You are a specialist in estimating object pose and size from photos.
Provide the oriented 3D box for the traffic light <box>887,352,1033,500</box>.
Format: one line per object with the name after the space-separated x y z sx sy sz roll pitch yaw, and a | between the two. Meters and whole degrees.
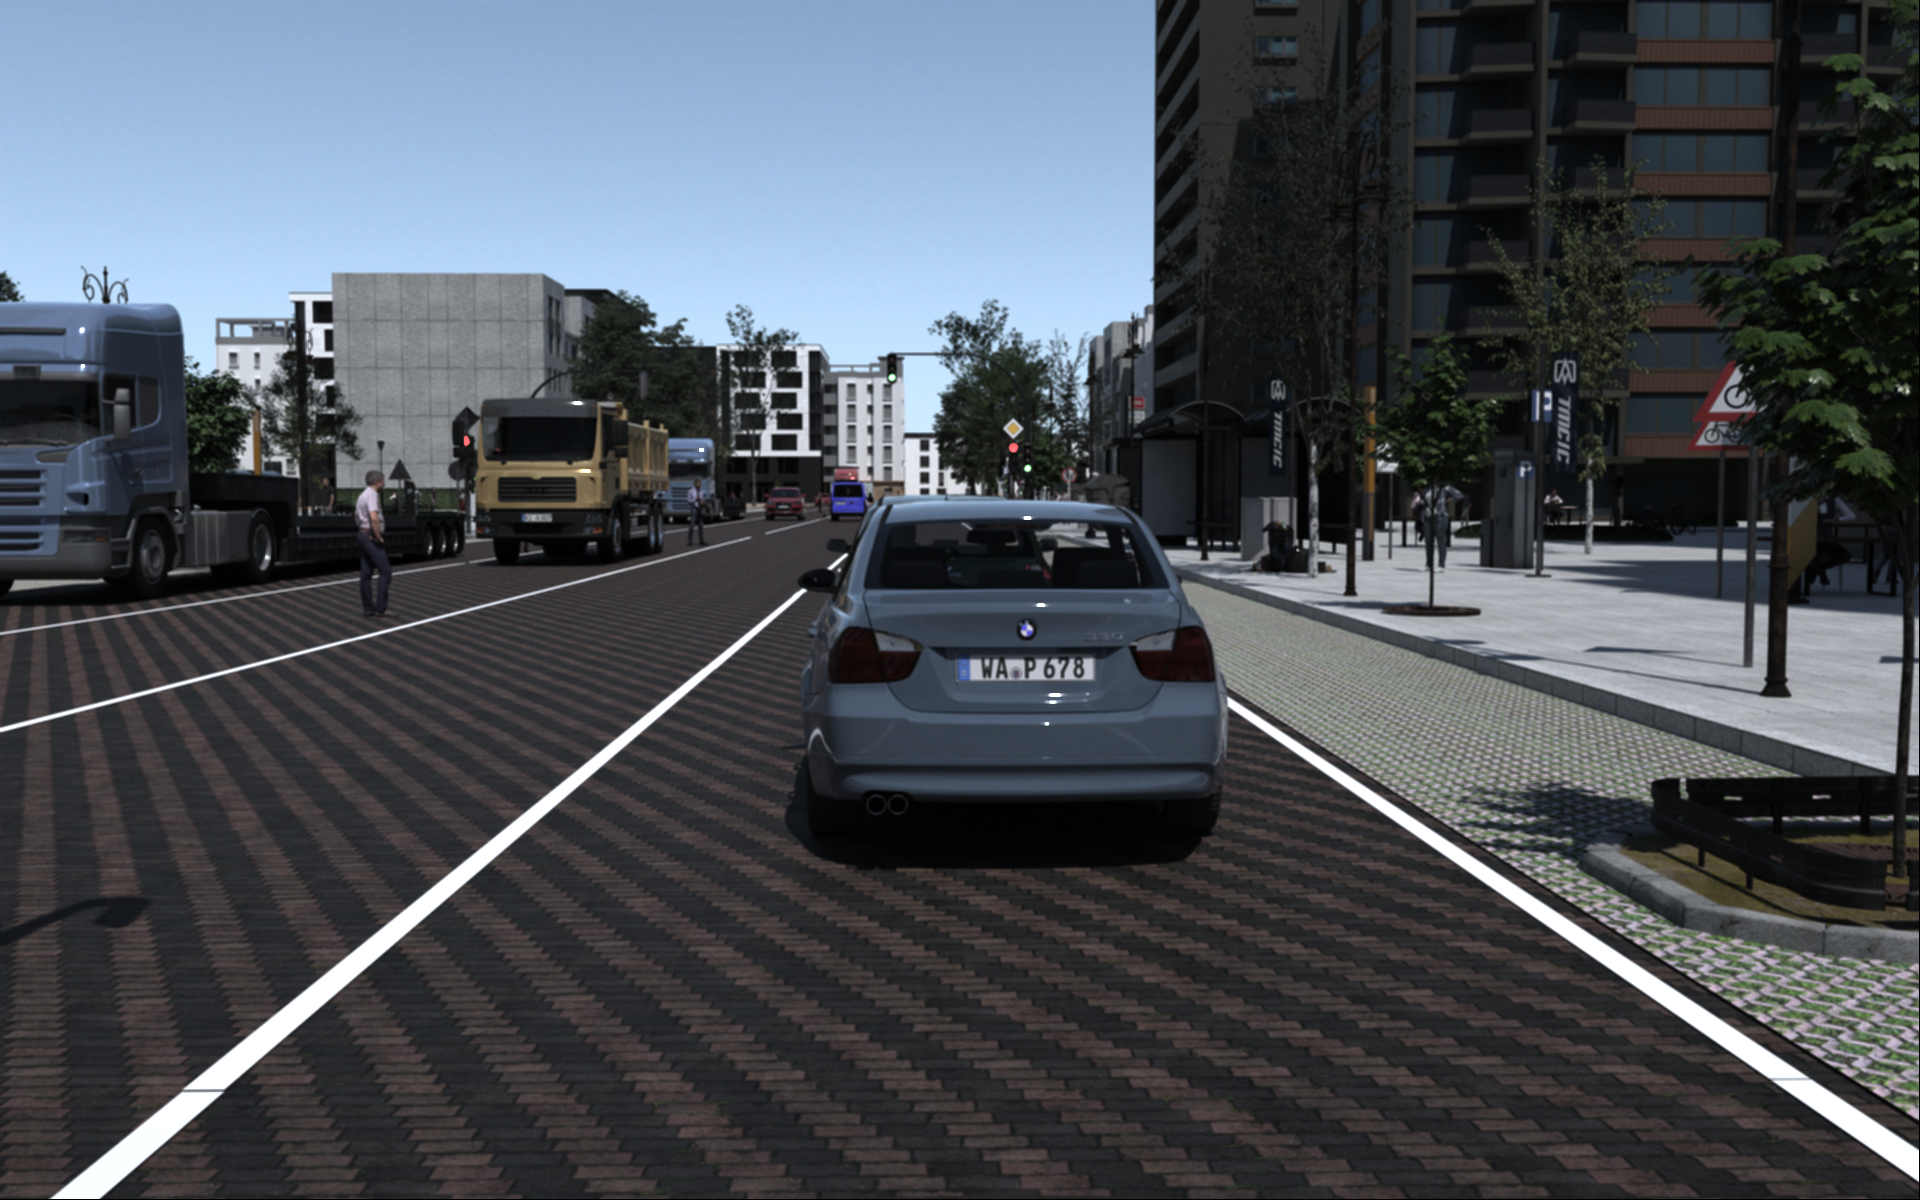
0.042 -4.959 55.747 4.771 5.953 1.251 0 4 -1 | traffic light

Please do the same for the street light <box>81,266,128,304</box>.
-17.345 -3.825 35.323 0.468 5.910 1.993 0 4 -1 | street light

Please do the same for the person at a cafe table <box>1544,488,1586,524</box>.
23.198 -3.587 67.155 1.698 1.524 1.622 -1 4 -20 | person at a cafe table

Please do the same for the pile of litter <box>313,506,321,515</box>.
-24.076 -3.164 65.690 1.176 0.858 1.719 -1 4 -15 | pile of litter

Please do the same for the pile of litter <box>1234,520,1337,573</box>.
5.379 -0.899 28.659 1.176 0.858 1.719 -3 4 -39 | pile of litter

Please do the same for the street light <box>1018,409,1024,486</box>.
3.221 -7.395 93.702 0.468 5.910 1.993 0 4 -1 | street light

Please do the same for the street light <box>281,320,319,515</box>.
-17.547 -4.489 46.187 0.468 5.910 1.993 0 4 -1 | street light

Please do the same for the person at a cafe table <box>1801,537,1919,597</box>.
11.204 -0.842 22.286 1.698 1.524 1.622 0 4 6 | person at a cafe table

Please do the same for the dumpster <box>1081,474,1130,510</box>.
4.274 -2.706 50.003 1.264 1.857 1.865 0 4 -1 | dumpster

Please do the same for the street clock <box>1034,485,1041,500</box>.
4.854 -6.310 107.742 0.471 2.002 0.358 2 4 35 | street clock

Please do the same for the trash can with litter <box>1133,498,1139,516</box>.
6.035 -2.717 55.803 1.055 1.170 0.624 1 4 9 | trash can with litter

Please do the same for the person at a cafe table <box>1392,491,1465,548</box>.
11.358 -2.063 42.239 1.698 1.524 1.622 1 4 12 | person at a cafe table

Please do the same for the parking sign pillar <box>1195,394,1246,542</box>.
7.137 -3.581 47.024 1.447 3.967 1.447 2 4 28 | parking sign pillar

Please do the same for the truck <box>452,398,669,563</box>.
-8.368 -2.569 37.935 3.469 3.379 9.791 0 4 -1 | truck

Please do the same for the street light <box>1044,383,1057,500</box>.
3.778 -6.067 71.977 0.468 5.910 1.993 0 4 -1 | street light

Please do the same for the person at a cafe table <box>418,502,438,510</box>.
-33.983 -5.991 108.808 1.726 1.238 1.698 3 5 44 | person at a cafe table

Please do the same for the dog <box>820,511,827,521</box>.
-7.395 -4.563 93.886 0.406 0.507 0.540 0 4 -8 | dog

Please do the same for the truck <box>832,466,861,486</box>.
-11.565 -11.505 177.013 2.839 4.237 11.283 0 4 -3 | truck

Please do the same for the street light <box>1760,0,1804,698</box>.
5.181 -2.326 10.822 0.468 5.910 1.993 0 4 -1 | street light

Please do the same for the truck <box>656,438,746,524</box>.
-13.211 -6.106 89.597 2.967 4.110 18.799 0 4 -1 | truck

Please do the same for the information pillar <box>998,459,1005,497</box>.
2.764 -7.502 114.006 0.504 3.616 0.183 0 4 -5 | information pillar

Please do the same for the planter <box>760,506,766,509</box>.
-18.080 -8.873 166.216 1.991 0.319 1.994 0 4 -1 | planter

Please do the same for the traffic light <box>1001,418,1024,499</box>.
1.943 -4.587 63.921 0.839 4.253 0.868 0 4 -1 | traffic light

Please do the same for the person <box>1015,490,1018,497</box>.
5.831 -10.282 175.088 0.756 1.711 0.436 -2 4 -29 | person

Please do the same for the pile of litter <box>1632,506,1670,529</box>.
25.667 -3.110 64.809 1.176 0.858 1.719 -2 4 -35 | pile of litter

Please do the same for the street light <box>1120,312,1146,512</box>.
4.396 -4.366 44.179 0.468 5.910 1.993 0 4 -1 | street light

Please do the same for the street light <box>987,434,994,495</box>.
2.351 -9.466 127.549 0.468 5.910 1.993 0 4 -1 | street light

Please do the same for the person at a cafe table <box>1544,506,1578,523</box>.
26.271 -4.059 77.228 1.726 1.238 1.698 -2 4 -25 | person at a cafe table

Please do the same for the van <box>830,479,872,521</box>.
-5.871 -5.391 92.522 2.240 2.365 5.245 0 4 -1 | van

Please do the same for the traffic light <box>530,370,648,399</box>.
-13.864 -5.437 63.568 4.771 5.953 1.251 0 4 -1 | traffic light

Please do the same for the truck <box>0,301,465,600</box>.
-12.315 -2.483 30.349 2.967 4.110 18.799 0 4 -2 | truck

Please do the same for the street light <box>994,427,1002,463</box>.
2.745 -8.763 116.069 0.468 5.910 1.993 0 4 -1 | street light

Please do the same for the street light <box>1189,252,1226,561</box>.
4.730 -3.702 33.318 0.468 5.910 1.993 0 4 -1 | street light

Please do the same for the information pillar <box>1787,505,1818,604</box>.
9.840 -1.766 20.234 0.504 3.616 0.183 -2 4 -28 | information pillar

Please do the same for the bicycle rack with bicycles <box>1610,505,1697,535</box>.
22.223 -2.547 55.032 2.925 0.926 2.852 -1 4 -20 | bicycle rack with bicycles

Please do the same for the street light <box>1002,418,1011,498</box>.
3.003 -8.076 104.826 0.468 5.910 1.993 0 4 -1 | street light

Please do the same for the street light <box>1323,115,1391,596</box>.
4.928 -2.991 21.685 0.468 5.910 1.993 0 4 -1 | street light

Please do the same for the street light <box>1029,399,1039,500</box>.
3.507 -6.731 82.840 0.468 5.910 1.993 0 4 -1 | street light

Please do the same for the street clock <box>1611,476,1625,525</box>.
25.746 -3.870 67.845 0.471 2.002 0.358 -1 4 -17 | street clock

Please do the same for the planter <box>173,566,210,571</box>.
-14.945 -0.723 32.959 1.991 0.319 1.994 0 4 -1 | planter

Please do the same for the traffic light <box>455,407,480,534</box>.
-15.765 -4.072 55.501 0.839 4.253 0.868 0 4 -1 | traffic light

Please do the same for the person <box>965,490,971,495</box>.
0.903 -11.929 201.169 1.350 1.814 0.705 -1 4 -13 | person

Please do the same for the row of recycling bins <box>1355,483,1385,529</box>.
15.063 -3.543 65.049 1.069 1.692 3.534 0 4 -4 | row of recycling bins

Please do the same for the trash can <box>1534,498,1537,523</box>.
21.749 -3.296 65.547 0.748 1.137 0.748 0 3 0 | trash can

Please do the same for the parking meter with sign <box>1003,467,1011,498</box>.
2.975 -7.054 111.588 0.543 3.016 1.738 0 4 5 | parking meter with sign

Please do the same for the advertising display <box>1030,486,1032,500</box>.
3.616 -5.184 89.974 0.123 1.923 0.974 -1 4 -10 | advertising display

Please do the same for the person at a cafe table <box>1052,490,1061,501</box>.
4.887 -5.175 93.124 1.622 1.524 1.698 -2 4 -31 | person at a cafe table

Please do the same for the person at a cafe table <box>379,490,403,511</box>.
-35.078 -5.993 106.495 1.622 1.524 1.698 1 4 10 | person at a cafe table

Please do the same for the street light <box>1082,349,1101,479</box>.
4.198 -5.052 55.396 0.468 5.910 1.993 0 4 -1 | street light

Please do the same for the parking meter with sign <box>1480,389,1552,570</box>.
9.558 -2.051 29.795 0.543 3.016 1.738 -1 4 -14 | parking meter with sign

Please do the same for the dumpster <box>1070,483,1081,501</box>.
6.448 -5.347 93.183 1.264 1.857 1.865 0 4 -1 | dumpster
